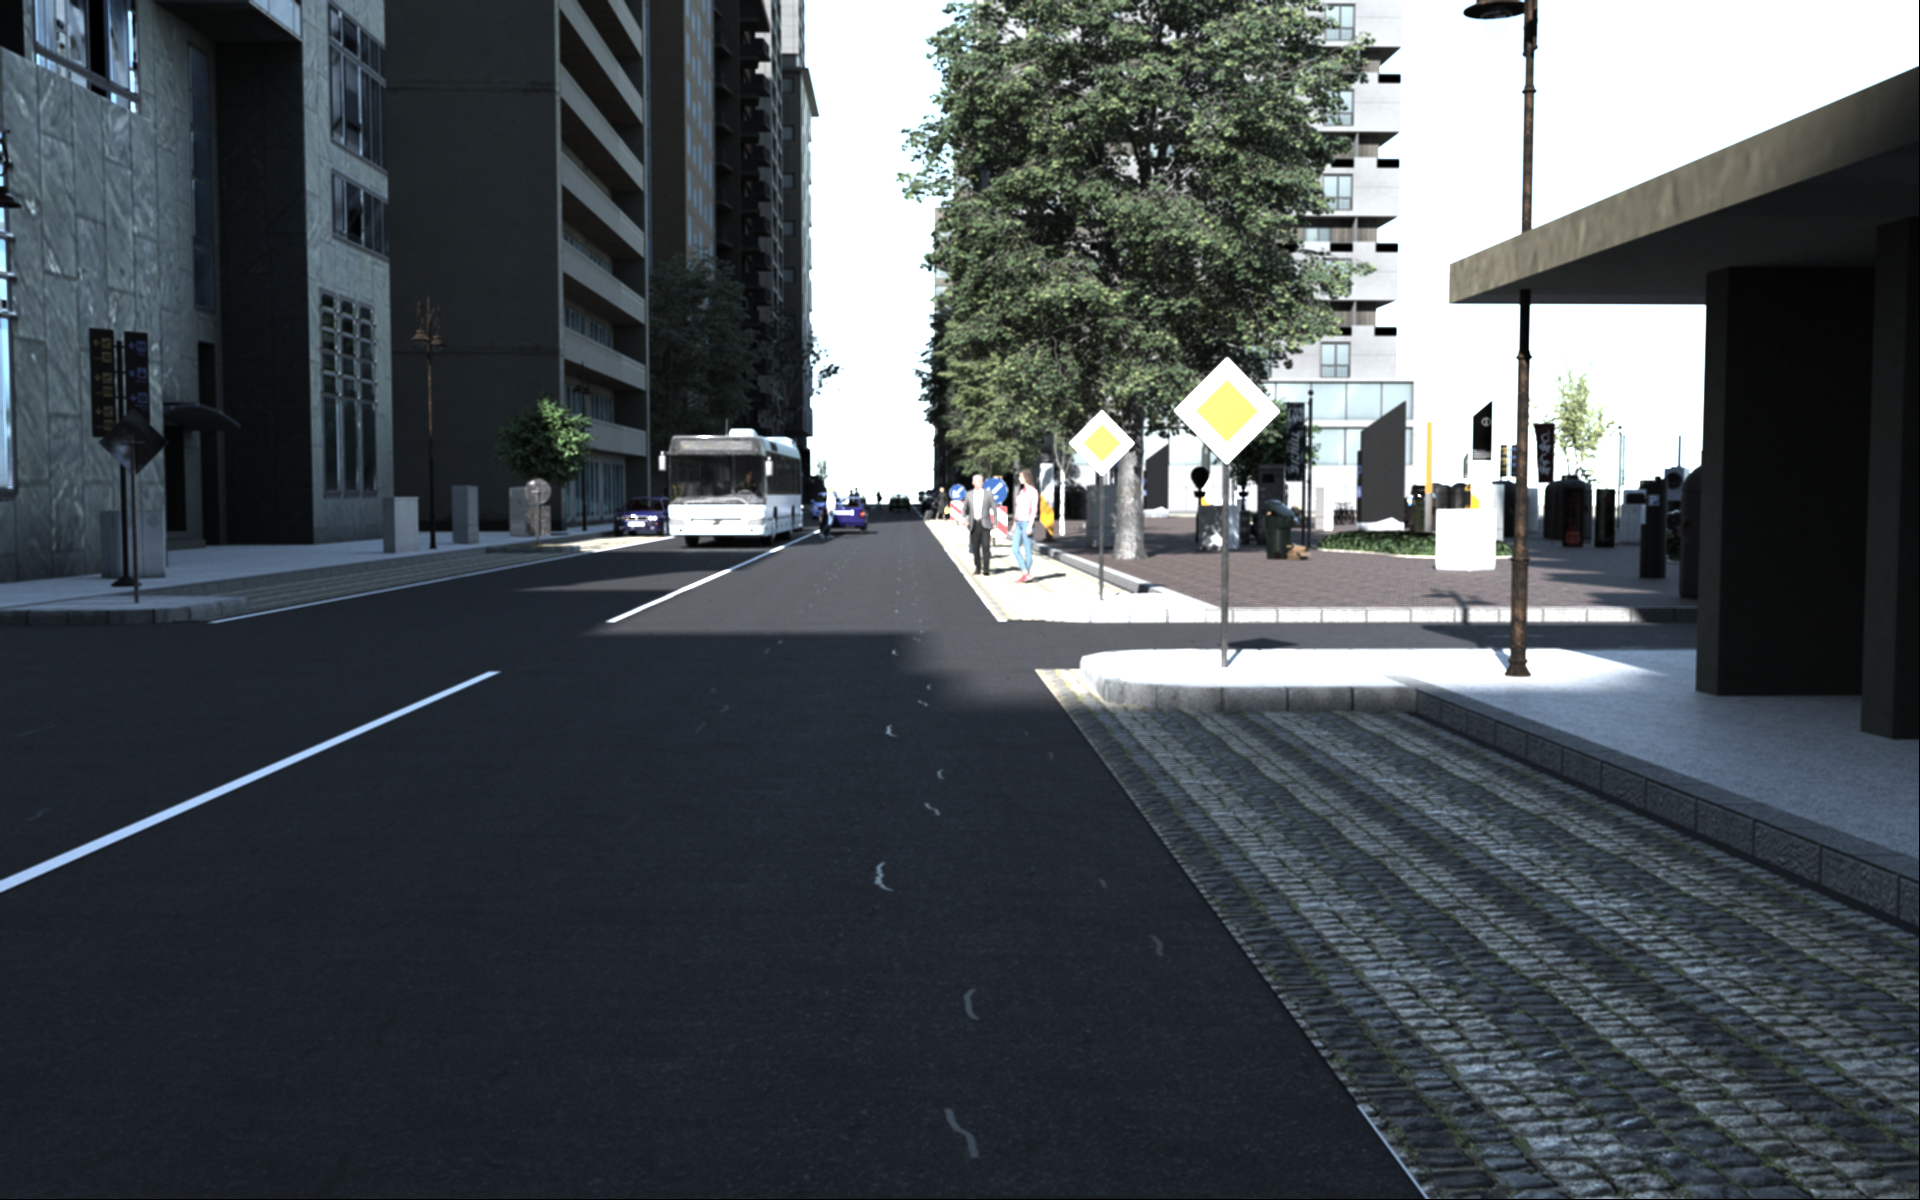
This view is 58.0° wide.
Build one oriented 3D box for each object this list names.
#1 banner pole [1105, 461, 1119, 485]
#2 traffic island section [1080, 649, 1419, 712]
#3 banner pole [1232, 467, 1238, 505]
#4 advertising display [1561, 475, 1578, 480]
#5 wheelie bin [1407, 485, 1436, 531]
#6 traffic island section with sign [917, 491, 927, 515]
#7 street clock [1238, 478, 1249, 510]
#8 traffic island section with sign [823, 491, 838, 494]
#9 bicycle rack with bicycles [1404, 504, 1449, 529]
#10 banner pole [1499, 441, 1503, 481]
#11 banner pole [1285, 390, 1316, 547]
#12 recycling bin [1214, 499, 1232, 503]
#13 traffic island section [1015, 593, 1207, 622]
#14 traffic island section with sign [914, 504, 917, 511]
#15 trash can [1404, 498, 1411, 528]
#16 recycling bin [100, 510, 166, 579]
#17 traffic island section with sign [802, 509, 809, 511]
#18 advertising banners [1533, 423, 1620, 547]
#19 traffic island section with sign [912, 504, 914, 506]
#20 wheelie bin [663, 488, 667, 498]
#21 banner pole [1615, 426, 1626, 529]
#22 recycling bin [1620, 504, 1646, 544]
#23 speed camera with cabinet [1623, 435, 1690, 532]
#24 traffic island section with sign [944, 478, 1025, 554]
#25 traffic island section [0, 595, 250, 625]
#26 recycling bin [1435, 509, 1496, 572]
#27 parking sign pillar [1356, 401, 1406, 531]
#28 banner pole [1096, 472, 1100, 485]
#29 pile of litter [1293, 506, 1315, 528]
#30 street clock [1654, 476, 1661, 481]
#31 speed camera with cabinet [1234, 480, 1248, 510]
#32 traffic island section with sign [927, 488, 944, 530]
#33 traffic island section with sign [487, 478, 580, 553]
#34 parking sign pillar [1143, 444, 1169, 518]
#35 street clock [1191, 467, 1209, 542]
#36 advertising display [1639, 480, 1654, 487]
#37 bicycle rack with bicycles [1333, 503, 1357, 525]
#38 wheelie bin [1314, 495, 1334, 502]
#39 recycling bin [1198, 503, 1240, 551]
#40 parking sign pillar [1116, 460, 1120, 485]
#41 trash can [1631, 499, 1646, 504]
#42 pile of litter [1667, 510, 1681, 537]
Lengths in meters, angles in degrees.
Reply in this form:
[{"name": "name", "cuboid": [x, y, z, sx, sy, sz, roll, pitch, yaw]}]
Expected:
[{"name": "banner pole", "cuboid": [7.489, -5.730, 83.704, 0.401, 3.779, 0.863, -2, 4, -29]}, {"name": "traffic island section", "cuboid": [1.970, 0.580, 12.796, 2.009, 0.180, 2.903, 0, 4, -2]}, {"name": "banner pole", "cuboid": [9.491, -4.225, 59.102, 0.401, 3.779, 0.863, -3, 4, -37]}, {"name": "advertising display", "cuboid": [20.264, -3.205, 57.614, 0.123, 1.923, 0.974, 0, 4, -7]}, {"name": "wheelie bin", "cuboid": [16.013, -3.185, 59.982, 0.980, 1.594, 0.693, 0, 4, -2]}, {"name": "traffic island section with sign", "cuboid": [-1.844, -6.859, 120.771, 1.989, 1.847, 2.006, 0, 4, -2]}, {"name": "street clock", "cuboid": [8.976, -3.077, 54.881, 0.358, 2.002, 0.471, 1, 4, 11]}, {"name": "traffic island section with sign", "cuboid": [-15.637, -11.874, 202.774, 1.989, 1.847, 2.006, 0, 4, -2]}, {"name": "bicycle rack with bicycles", "cuboid": [17.760, -3.086, 63.834, 2.852, 0.926, 2.925, -3, 4, -36]}, {"name": "banner pole", "cuboid": [25.589, -5.619, 81.894, 0.401, 3.779, 0.863, 2, 4, 28]}, {"name": "banner pole", "cuboid": [8.209, -3.160, 41.688, 0.863, 3.779, 0.401, -1, 4, -13]}, {"name": "recycling bin", "cuboid": [13.639, -4.731, 89.907, 0.722, 1.027, 0.722, 2, 4, 33]}, {"name": "traffic island section", "cuboid": [1.712, 0.092, 20.777, 2.009, 0.180, 2.903, 0, 4, -2]}, {"name": "traffic island section with sign", "cuboid": [-2.723, -8.507, 147.712, 1.989, 1.847, 2.006, 0, 4, -2]}, {"name": "trash can", "cuboid": [17.327, -3.343, 66.304, 0.748, 1.137, 0.748, 0, 3, 0]}, {"name": "recycling bin", "cuboid": [-12.704, -0.859, 26.601, 0.722, 1.027, 0.722, 3, 5, 43]}, {"name": "traffic island section with sign", "cuboid": [-13.845, -8.485, 147.363, 1.989, 1.847, 2.006, 0, 4, -2]}, {"name": "advertising banners", "cuboid": [14.973, -2.811, 42.152, 2.074, 3.025, 0.090, 2, 4, 35]}, {"name": "traffic island section with sign", "cuboid": [-4.503, -11.903, 203.246, 1.989, 1.847, 2.006, 0, 4, -2]}, {"name": "wheelie bin", "cuboid": [-15.657, -5.255, 93.826, 0.980, 1.594, 0.693, 0, 4, -5]}, {"name": "banner pole", "cuboid": [24.404, -4.518, 63.886, 0.401, 3.779, 0.863, 3, 5, 40]}, {"name": "recycling bin", "cuboid": [17.468, -1.952, 44.462, 0.722, 1.027, 0.722, -1, 4, -20]}, {"name": "speed camera with cabinet", "cuboid": [23.437, -3.914, 58.327, 2.038, 3.252, 0.660, 3, 5, 43]}, {"name": "traffic island section with sign", "cuboid": [0.690, -2.061, 42.318, 1.989, 1.847, 2.006, 0, 4, -2]}, {"name": "traffic island section", "cuboid": [-9.723, 0.114, 20.414, 2.009, 0.180, 2.903, 0, 4, -2]}, {"name": "recycling bin", "cuboid": [8.444, -1.001, 28.916, 0.722, 1.027, 0.722, -3, 4, -37]}, {"name": "parking sign pillar", "cuboid": [12.239, -3.784, 50.342, 1.447, 3.967, 1.447, 0, 4, -7]}, {"name": "banner pole", "cuboid": [7.844, -6.449, 95.452, 0.863, 3.779, 0.401, -1, 4, -22]}, {"name": "pile of litter", "cuboid": [12.658, -3.154, 65.534, 1.719, 0.858, 1.176, 1, 4, 17]}, {"name": "street clock", "cuboid": [27.907, -3.962, 69.347, 0.358, 2.002, 0.471, 1, 4, 13]}, {"name": "speed camera with cabinet", "cuboid": [13.775, -5.546, 85.017, 0.660, 3.252, 2.038, 0, 4, 7]}, {"name": "traffic island section with sign", "cuboid": [-0.222, -3.775, 70.350, 1.989, 1.847, 2.006, 0, 4, -2]}, {"name": "traffic island section with sign", "cuboid": [-10.441, -2.080, 42.635, 1.989, 1.847, 2.006, 0, 4, -2]}, {"name": "parking sign pillar", "cuboid": [10.521, -6.395, 93.024, 1.447, 3.967, 1.447, -1, 4, -21]}, {"name": "street clock", "cuboid": [6.359, -2.528, 45.896, 0.471, 2.002, 0.358, 1, 4, 12]}, {"name": "advertising display", "cuboid": [31.075, -4.461, 78.148, 0.123, 1.923, 0.974, -2, 4, -29]}, {"name": "bicycle rack with bicycles", "cuboid": [16.533, -3.608, 72.379, 2.925, 0.926, 2.852, -3, 5, -43]}, {"name": "wheelie bin", "cuboid": [18.960, -5.035, 90.224, 0.980, 1.594, 0.693, 1, 4, 10]}, {"name": "recycling bin", "cuboid": [5.900, -1.646, 39.467, 0.722, 1.027, 0.722, 3, 4, 36]}, {"name": "parking sign pillar", "cuboid": [7.910, -5.984, 86.311, 1.447, 3.967, 1.447, 2, 4, 27]}, {"name": "trash can", "cuboid": [20.599, -2.483, 52.251, 0.748, 1.137, 0.748, 0, 3, 0]}, {"name": "pile of litter", "cuboid": [19.716, -2.106, 48.395, 1.176, 0.858, 1.719, 1, 4, 9]}]
